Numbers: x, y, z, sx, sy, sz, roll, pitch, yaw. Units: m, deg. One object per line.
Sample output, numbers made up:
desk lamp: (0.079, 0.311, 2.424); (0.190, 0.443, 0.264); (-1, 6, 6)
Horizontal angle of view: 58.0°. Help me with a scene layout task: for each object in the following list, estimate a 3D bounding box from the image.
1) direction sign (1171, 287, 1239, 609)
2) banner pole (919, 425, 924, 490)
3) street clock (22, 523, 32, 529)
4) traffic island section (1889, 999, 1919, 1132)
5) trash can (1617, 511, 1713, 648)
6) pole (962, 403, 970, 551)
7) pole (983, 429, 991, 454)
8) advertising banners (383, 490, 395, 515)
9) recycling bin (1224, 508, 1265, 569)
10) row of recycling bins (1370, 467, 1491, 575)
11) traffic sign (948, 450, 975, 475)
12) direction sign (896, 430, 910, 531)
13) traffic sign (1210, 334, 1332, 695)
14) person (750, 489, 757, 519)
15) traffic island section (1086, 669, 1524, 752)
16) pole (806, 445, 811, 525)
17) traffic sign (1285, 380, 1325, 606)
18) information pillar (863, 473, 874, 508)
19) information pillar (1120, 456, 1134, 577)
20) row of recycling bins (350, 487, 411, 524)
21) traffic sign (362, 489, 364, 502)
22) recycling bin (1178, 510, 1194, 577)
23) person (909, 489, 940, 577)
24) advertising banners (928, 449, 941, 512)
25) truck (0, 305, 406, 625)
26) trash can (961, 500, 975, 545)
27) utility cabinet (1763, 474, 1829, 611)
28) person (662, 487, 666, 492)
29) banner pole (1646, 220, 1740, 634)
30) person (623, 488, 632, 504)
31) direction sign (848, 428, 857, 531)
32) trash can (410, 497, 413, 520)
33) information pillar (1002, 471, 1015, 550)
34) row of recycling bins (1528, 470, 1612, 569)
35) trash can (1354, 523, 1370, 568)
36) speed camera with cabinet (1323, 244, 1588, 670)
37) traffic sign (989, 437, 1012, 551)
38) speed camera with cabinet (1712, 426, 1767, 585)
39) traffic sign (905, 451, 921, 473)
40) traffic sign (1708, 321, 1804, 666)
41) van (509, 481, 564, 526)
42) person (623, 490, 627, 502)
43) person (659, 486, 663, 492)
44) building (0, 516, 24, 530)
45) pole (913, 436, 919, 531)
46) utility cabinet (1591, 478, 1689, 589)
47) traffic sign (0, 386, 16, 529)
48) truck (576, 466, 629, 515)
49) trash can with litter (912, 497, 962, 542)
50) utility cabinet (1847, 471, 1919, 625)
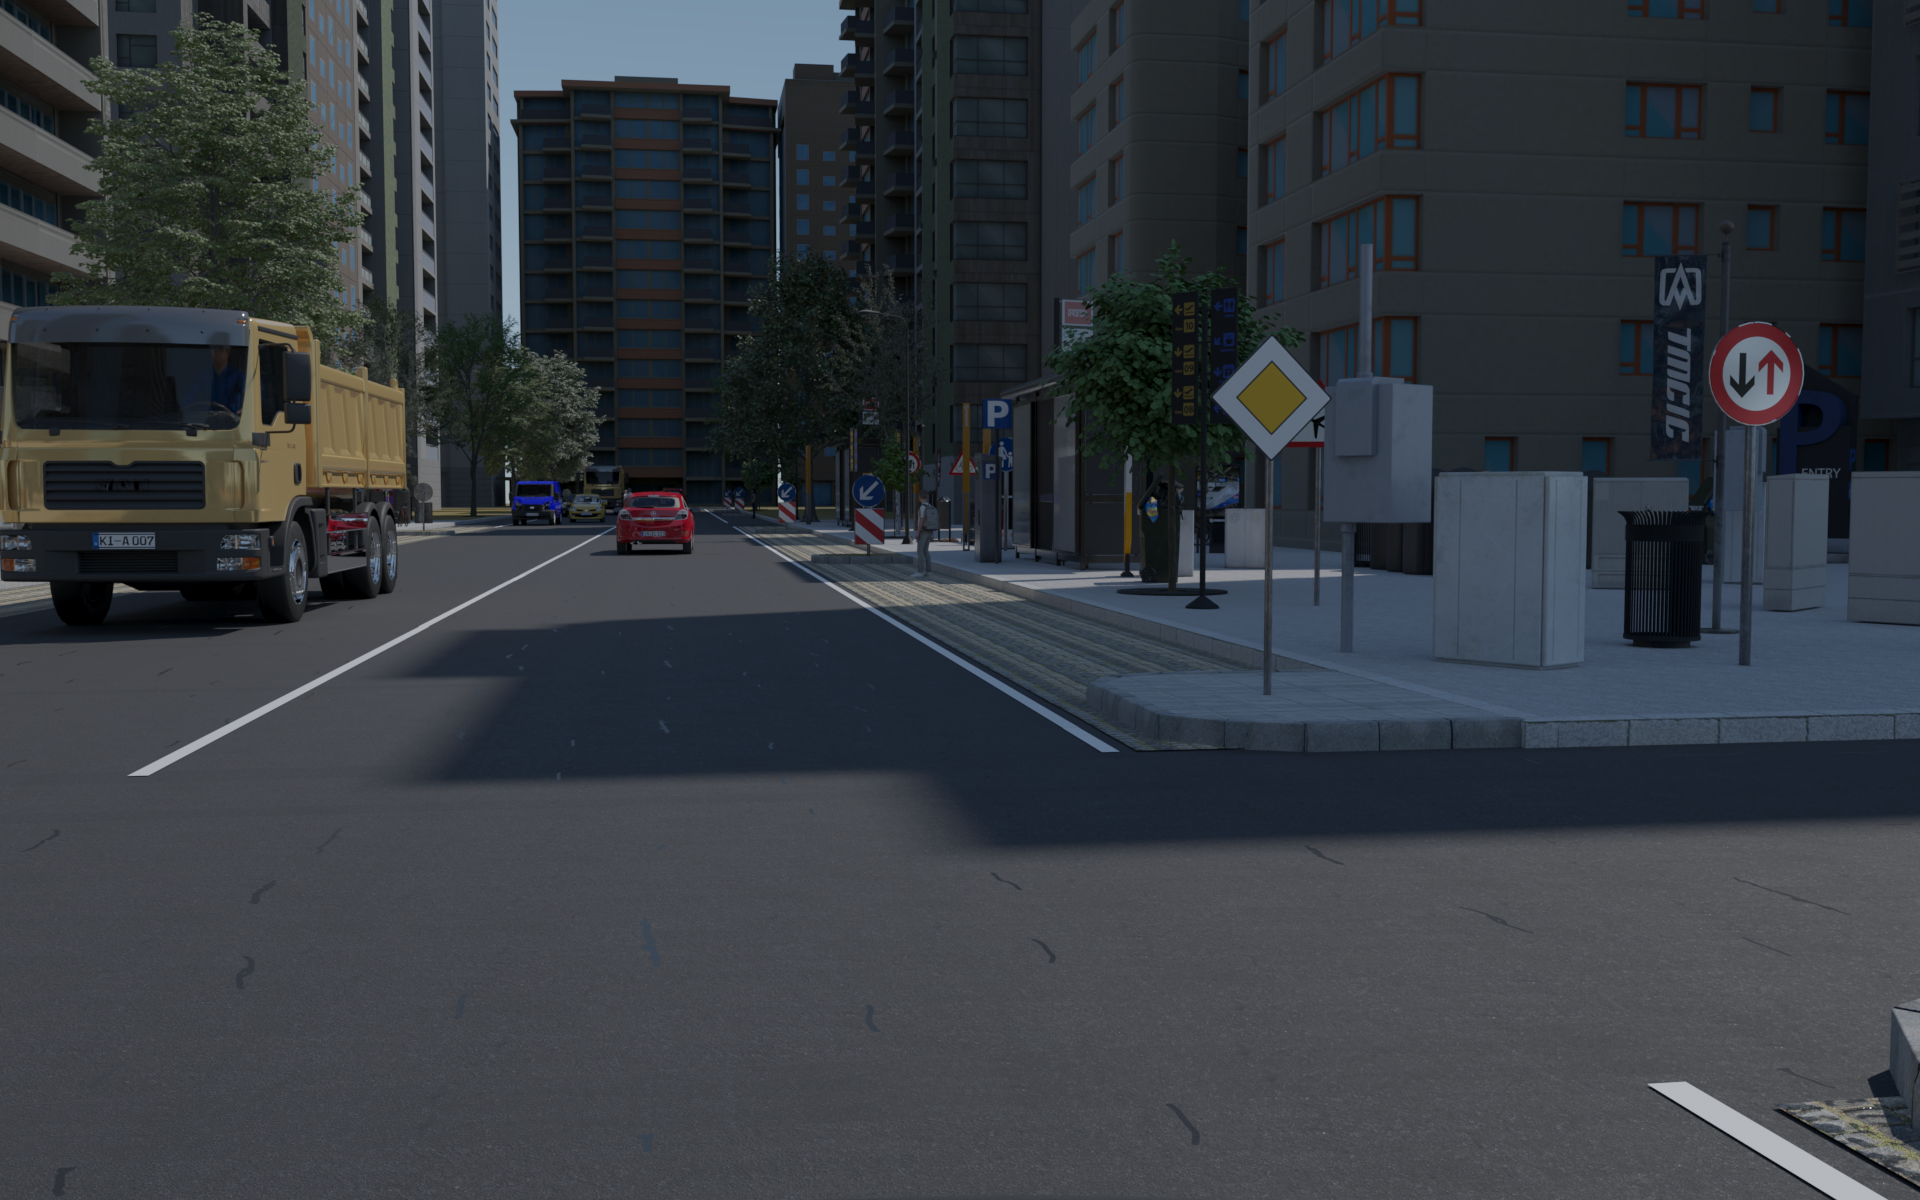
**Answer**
direction sign: (2.719, -1.672, 19.329); (0.876, 3.537, 0.379); (3, 5, 44)
banner pole: (-1.457, -4.459, 62.917); (0.401, 3.779, 0.863); (-2, 4, -27)
street clock: (-15.807, -1.518, 29.391); (0.471, 2.002, 0.358); (0, 4, -1)
traffic island section: (3.261, 1.167, 3.197); (2.009, 0.180, 2.903); (-1, 4, -9)
trash can: (5.923, -0.180, 14.590); (0.748, 1.137, 0.748); (0, 3, 0)
pole: (0.140, -2.762, 38.998); (0.158, 3.312, 0.155); (0, 3, 0)
pole: (0.617, -2.809, 39.776); (0.158, 3.312, 0.155); (0, 3, 0)
advertising banners: (-21.343, -4.204, 64.927); (0.090, 3.025, 2.074); (0, 4, -5)
recycling bin: (5.010, -1.069, 30.034); (0.722, 1.027, 0.722); (1, 4, 20)
row of recycling bins: (7.557, -1.283, 28.084); (1.069, 1.692, 3.534); (0, 4, -7)
traffic sign: (0.118, -2.951, 48.257); (0.884, 2.594, 0.081); (0, 4, -4)
direction sign: (-2.048, -4.217, 60.940); (0.379, 3.537, 0.876); (3, 4, 36)
traffic sign: (1.960, -0.450, 10.999); (0.795, 2.450, 0.064); (-1, 4, -9)
person: (-12.171, -5.646, 101.529); (0.721, 1.735, 1.217); (-1, 4, -12)
traffic island section: (1.982, 0.685, 11.080); (2.009, 0.180, 2.903); (-1, 4, -9)
pole: (-6.353, -4.813, 72.540); (0.158, 3.312, 0.155); (0, 3, 0)
traffic sign: (4.098, -1.213, 19.831); (0.884, 2.594, 0.081); (0, 3, 0)
information pillar: (-3.251, -3.482, 61.416); (0.304, 2.012, 0.304); (1, 4, 14)
information pillar: (2.594, -2.164, 26.730); (0.183, 3.616, 0.504); (0, 4, 2)
row of recycling bins: (-25.438, -4.109, 74.297); (3.534, 1.692, 1.069); (-1, 4, -23)
traffic sign: (-25.098, -4.450, 72.766); (0.884, 2.594, 0.081); (0, 4, -1)
recycling bin: (3.245, -0.892, 27.145); (0.722, 1.027, 0.722); (0, 4, -3)
person: (-0.626, -1.149, 29.881); (0.523, 1.515, 0.503); (0, 4, -7)
advertising banners: (-0.996, -4.370, 67.633); (0.090, 3.025, 2.074); (-1, 4, -14)
truck: (-8.917, -1.547, 21.221); (3.469, 3.379, 9.791); (-1, 4, -8)
trash can: (0.388, -1.952, 43.576); (0.748, 1.137, 0.748); (0, 3, 0)
utility cabinet: (9.276, -0.645, 19.229); (0.318, 1.500, 1.173); (3, 5, 43)
person: (-15.638, -5.083, 91.585); (0.705, 1.826, 1.348); (1, 4, 9)
banner pole: (6.778, -1.587, 15.965); (0.863, 3.779, 0.401); (0, 4, 7)
person: (-16.228, -4.642, 85.334); (0.756, 1.711, 0.436); (-1, 4, -17)
direction sign: (-3.680, -4.147, 59.802); (0.379, 3.537, 0.876); (1, 4, 12)
trash can: (-25.821, -4.218, 80.619); (0.748, 1.137, 0.748); (0, 3, 0)
information pillar: (1.099, -2.181, 40.156); (0.304, 2.012, 0.304); (-3, 5, -42)
row of recycling bins: (9.655, -1.421, 30.339); (3.534, 1.692, 1.069); (2, 4, 25)
trash can: (7.131, -1.148, 30.420); (0.748, 1.137, 0.748); (0, 3, 0)
speed camera with cabinet: (3.802, -1.166, 13.406); (0.660, 3.252, 2.038); (-3, 5, -39)
traffic sign: (1.025, -2.374, 38.916); (0.768, 2.556, 0.104); (0, 4, -3)
speed camera with cabinet: (11.055, -1.838, 24.389); (0.660, 3.252, 2.038); (2, 4, 32)
traffic sign: (-1.550, -3.152, 51.638); (0.768, 2.556, 0.104); (0, 4, -1)
traffic sign: (5.878, -0.782, 12.898); (0.768, 2.556, 0.104); (-1, 4, -9)
van: (-19.547, -4.633, 80.135); (2.240, 2.365, 5.245); (-1, 4, -8)
person: (-26.931, -8.002, 140.065); (0.721, 1.736, 1.217); (0, 4, 8)
person: (-15.975, -5.174, 92.721); (1.348, 1.869, 0.705); (-1, 4, -11)
building: (-39.781, -26.103, 50.481); (21.300, 48.544, 21.600); (-1, 4, -9)
pole: (-1.523, -4.067, 60.338); (0.158, 3.312, 0.155); (0, 3, 0)
utility cabinet: (9.126, -0.892, 23.267); (1.173, 1.500, 0.318); (1, 4, 17)
traffic sign: (-18.221, -2.376, 32.716); (2.265, 3.308, 0.079); (0, 4, -3)
truck: (-24.758, -7.622, 120.545); (3.469, 3.379, 9.791); (-1, 4, -10)
trash can with litter: (-0.561, -2.179, 46.677); (1.678, 1.210, 2.233); (-3, 4, -36)
utility cabinet: (9.338, -0.502, 16.894); (0.318, 1.500, 1.173); (-2, 4, -35)
